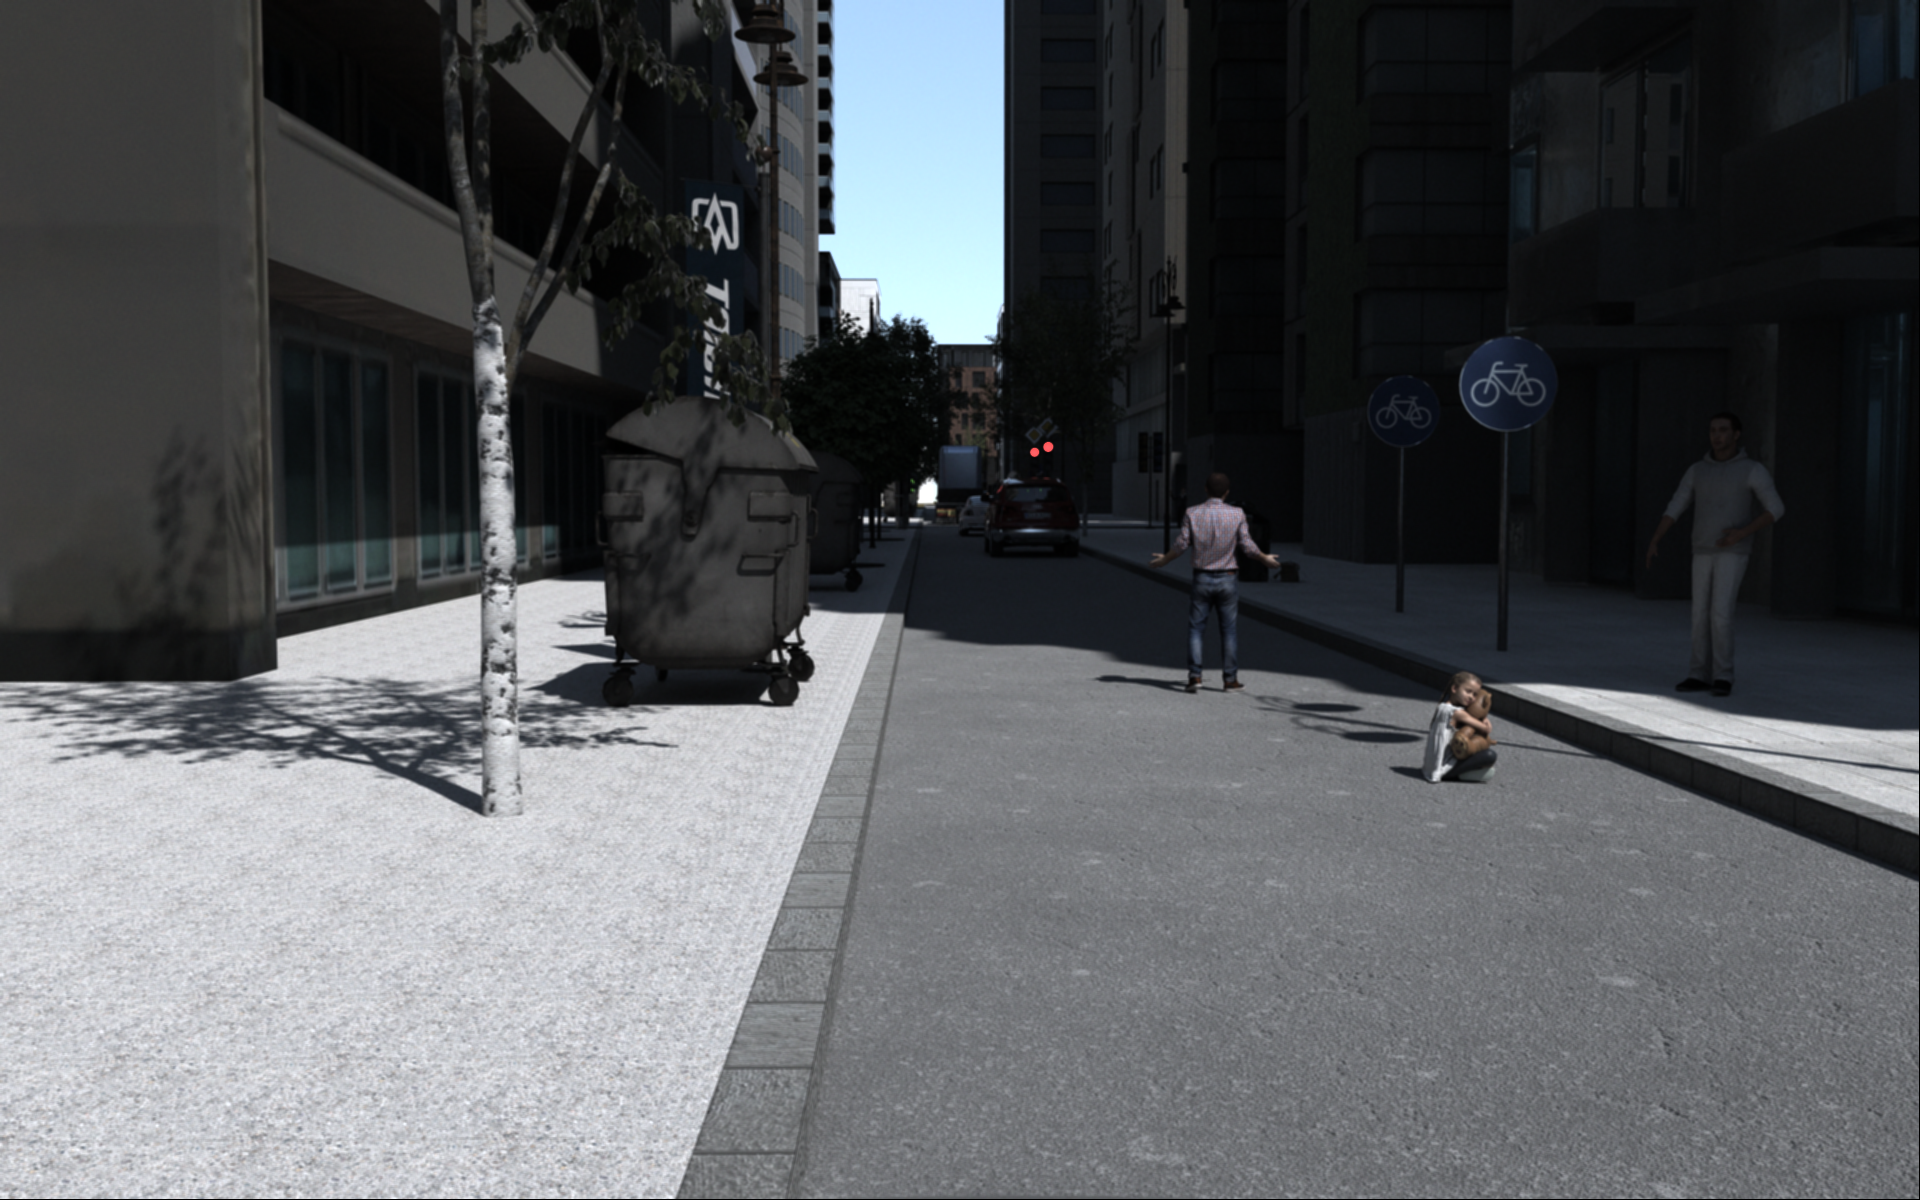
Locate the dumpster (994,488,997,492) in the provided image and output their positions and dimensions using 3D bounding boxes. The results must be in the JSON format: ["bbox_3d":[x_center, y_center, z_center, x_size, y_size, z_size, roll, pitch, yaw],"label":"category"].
[{"bbox_3d":[2.741,-6.173,106.685,1.264,1.857,1.865,0,4,-1],"label":"dumpster"}]

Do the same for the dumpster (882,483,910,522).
[{"bbox_3d":[-2.929,-4.483,79.061,1.264,1.857,1.865,0,4,-1],"label":"dumpster"}]

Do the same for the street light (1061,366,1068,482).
[{"bbox_3d":[3.643,-5.406,61.177,0.468,5.910,1.993,0,4,-1],"label":"street light"}]

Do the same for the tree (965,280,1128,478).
[{"bbox_3d":[3.708,-8.668,76.135,7.601,10.594,8.767,-1,4,-8],"label":"tree"}]

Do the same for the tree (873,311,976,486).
[{"bbox_3d":[-3.745,-11.708,108.439,9.611,12.733,9.660,0,3,0],"label":"tree"}]

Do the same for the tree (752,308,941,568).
[{"bbox_3d":[-1.962,-2.870,30.634,4.285,4.588,4.351,0,3,0],"label":"tree"}]

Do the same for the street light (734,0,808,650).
[{"bbox_3d":[-1.515,-2.531,14.170,0.468,5.910,1.993,0,4,-1],"label":"street light"}]

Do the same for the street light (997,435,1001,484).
[{"bbox_3d":[2.657,-8.943,119.008,0.468,5.910,1.993,0,4,-1],"label":"street light"}]

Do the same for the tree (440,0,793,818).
[{"bbox_3d":[-1.606,-3.440,6.608,4.360,8.622,3.978,0,3,0],"label":"tree"}]

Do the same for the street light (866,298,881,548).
[{"bbox_3d":[-2.080,-4.170,40.969,0.468,5.910,1.993,0,4,-1],"label":"street light"}]

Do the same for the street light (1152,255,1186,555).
[{"bbox_3d":[4.050,-3.728,33.734,0.468,5.910,1.993,0,4,-1],"label":"street light"}]

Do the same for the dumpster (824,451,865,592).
[{"bbox_3d":[-1.938,-1.074,23.326,1.264,1.857,1.865,0,4,-1],"label":"dumpster"}]

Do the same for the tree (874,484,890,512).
[{"bbox_3d":[-5.976,-8.376,131.555,1.663,3.219,1.824,0,3,0],"label":"tree"}]

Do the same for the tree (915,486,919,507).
[{"bbox_3d":[-5.128,-11.668,185.373,1.663,3.219,1.824,0,3,0],"label":"tree"}]

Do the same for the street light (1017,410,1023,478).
[{"bbox_3d":[3.105,-7.335,92.708,0.468,5.910,1.993,0,4,-1],"label":"street light"}]

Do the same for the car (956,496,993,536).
[{"bbox_3d":[0.909,-2.928,60.236,2.083,1.381,4.827,0,4,-1],"label":"car"}]

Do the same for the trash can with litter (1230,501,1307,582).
[{"bbox_3d":[4.543,-0.856,25.390,1.055,1.170,0.624,0,4,7],"label":"trash can with litter"}]

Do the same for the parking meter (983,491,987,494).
[{"bbox_3d":[2.013,-8.008,139.336,0.372,1.533,0.369,0,3,0],"label":"parking meter"}]

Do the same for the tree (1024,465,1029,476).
[{"bbox_3d":[4.037,-6.375,98.839,1.663,3.219,1.824,0,3,0],"label":"tree"}]

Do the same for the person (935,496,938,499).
[{"bbox_3d":[-1.824,-10.126,174.069,1.348,1.823,0.705,0,4,-2],"label":"person"}]

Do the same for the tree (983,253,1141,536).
[{"bbox_3d":[3.560,-6.224,52.123,4.737,8.622,4.395,0,3,0],"label":"tree"}]

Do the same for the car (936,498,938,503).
[{"bbox_3d":[-1.204,-9.063,157.962,2.009,1.686,4.222,0,4,-2],"label":"car"}]

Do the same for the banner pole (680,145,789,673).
[{"bbox_3d":[-1.594,-1.368,12.386,0.863,3.779,0.401,-2,4,-35],"label":"banner pole"}]

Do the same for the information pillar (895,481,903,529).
[{"bbox_3d":[-2.173,-3.602,63.390,0.304,2.012,0.304,-2,4,-29],"label":"information pillar"}]

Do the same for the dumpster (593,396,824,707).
[{"bbox_3d":[-1.586,-0.326,11.096,1.264,1.857,1.865,0,4,-1],"label":"dumpster"}]

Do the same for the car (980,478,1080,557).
[{"bbox_3d":[1.649,-1.975,40.972,2.281,1.827,5.304,0,4,-2],"label":"car"}]

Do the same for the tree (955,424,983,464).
[{"bbox_3d":[1.338,-13.942,178.308,4.737,8.622,4.395,0,3,0],"label":"tree"}]

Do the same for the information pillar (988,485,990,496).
[{"bbox_3d":[2.342,-7.857,132.951,0.304,2.012,0.304,2,4,28],"label":"information pillar"}]

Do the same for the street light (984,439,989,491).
[{"bbox_3d":[2.208,-10.552,145.308,0.468,5.910,1.993,0,4,-1],"label":"street light"}]

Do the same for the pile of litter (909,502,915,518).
[{"bbox_3d":[-3.056,-4.941,94.742,1.176,0.858,1.719,0,4,-6],"label":"pile of litter"}]

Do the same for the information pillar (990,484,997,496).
[{"bbox_3d":[2.458,-7.138,121.197,0.304,2.012,0.304,0,4,2],"label":"information pillar"}]
